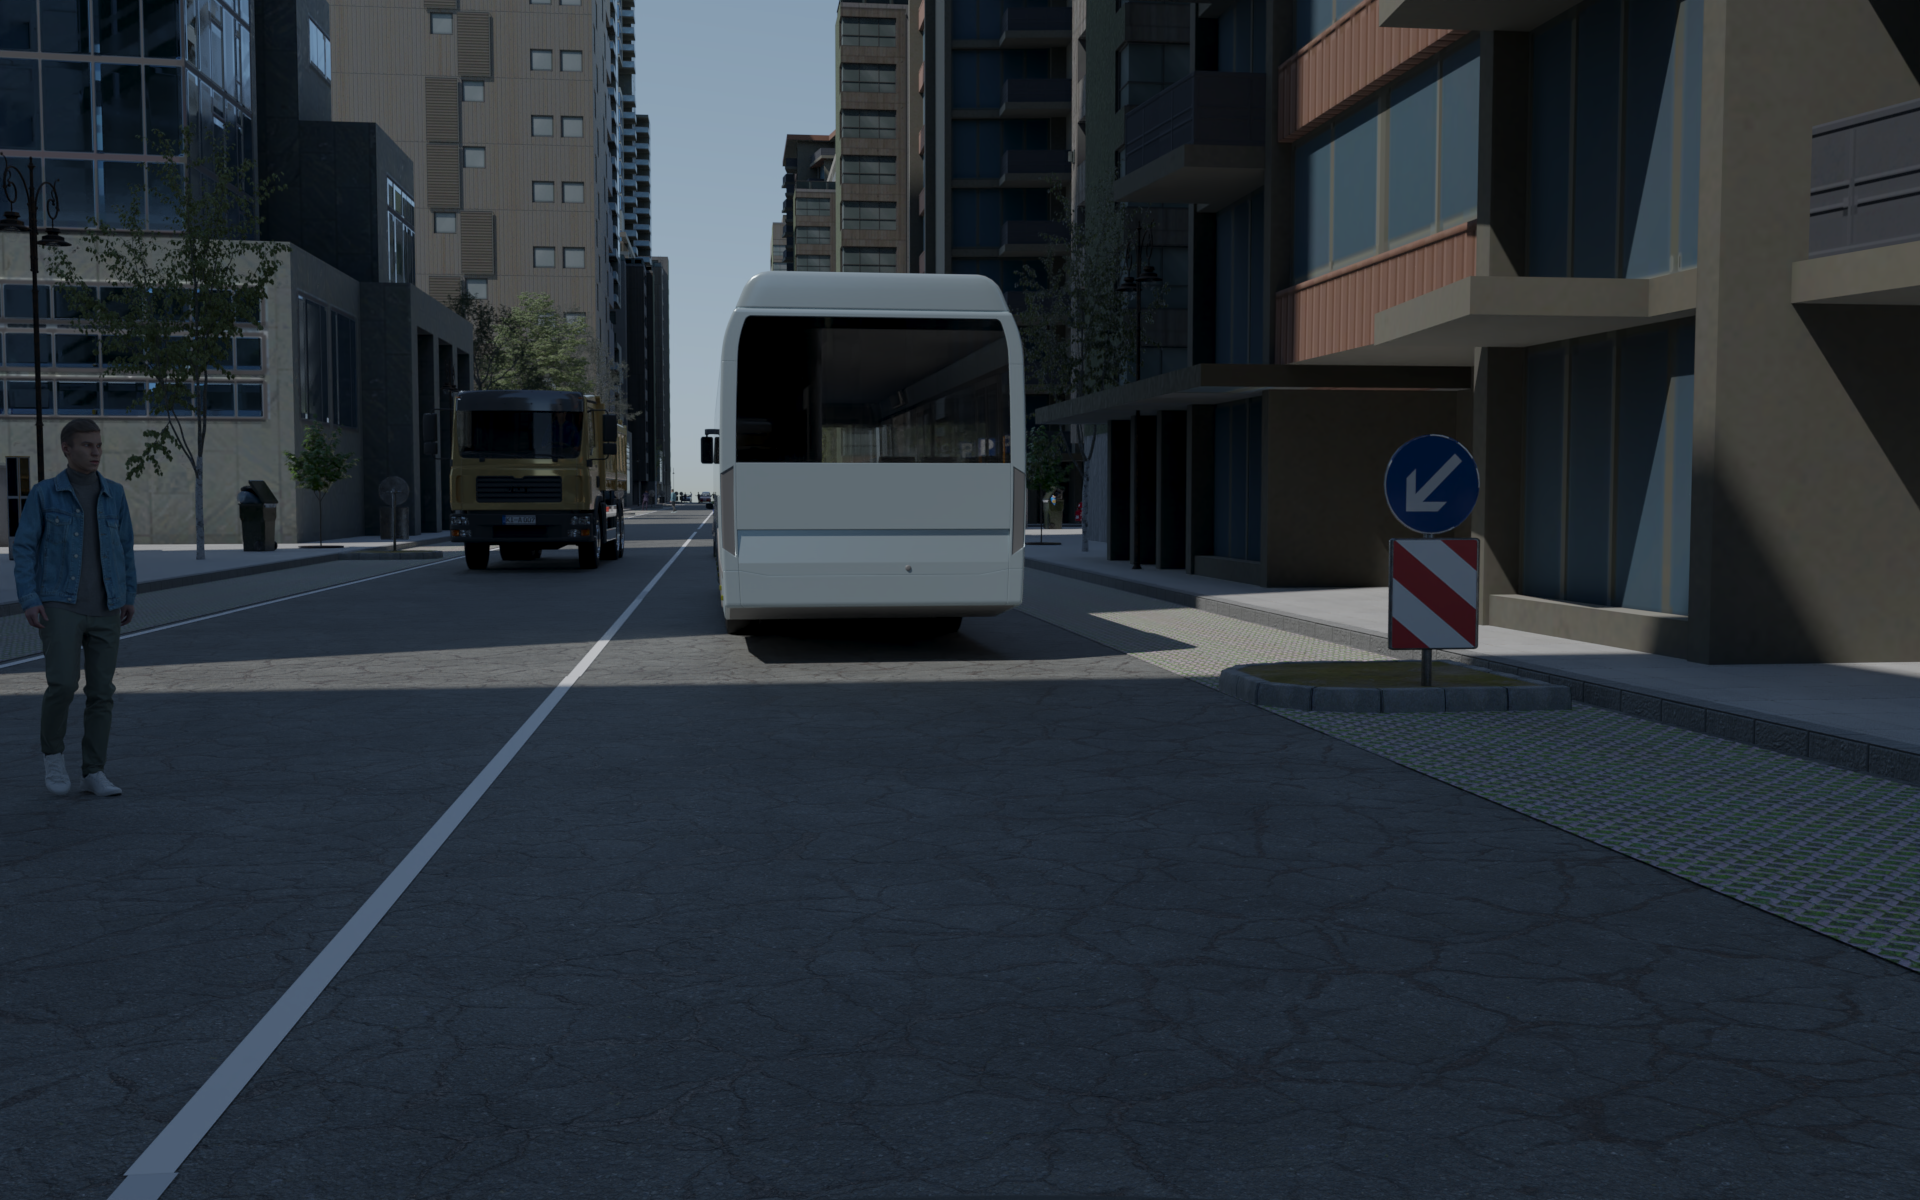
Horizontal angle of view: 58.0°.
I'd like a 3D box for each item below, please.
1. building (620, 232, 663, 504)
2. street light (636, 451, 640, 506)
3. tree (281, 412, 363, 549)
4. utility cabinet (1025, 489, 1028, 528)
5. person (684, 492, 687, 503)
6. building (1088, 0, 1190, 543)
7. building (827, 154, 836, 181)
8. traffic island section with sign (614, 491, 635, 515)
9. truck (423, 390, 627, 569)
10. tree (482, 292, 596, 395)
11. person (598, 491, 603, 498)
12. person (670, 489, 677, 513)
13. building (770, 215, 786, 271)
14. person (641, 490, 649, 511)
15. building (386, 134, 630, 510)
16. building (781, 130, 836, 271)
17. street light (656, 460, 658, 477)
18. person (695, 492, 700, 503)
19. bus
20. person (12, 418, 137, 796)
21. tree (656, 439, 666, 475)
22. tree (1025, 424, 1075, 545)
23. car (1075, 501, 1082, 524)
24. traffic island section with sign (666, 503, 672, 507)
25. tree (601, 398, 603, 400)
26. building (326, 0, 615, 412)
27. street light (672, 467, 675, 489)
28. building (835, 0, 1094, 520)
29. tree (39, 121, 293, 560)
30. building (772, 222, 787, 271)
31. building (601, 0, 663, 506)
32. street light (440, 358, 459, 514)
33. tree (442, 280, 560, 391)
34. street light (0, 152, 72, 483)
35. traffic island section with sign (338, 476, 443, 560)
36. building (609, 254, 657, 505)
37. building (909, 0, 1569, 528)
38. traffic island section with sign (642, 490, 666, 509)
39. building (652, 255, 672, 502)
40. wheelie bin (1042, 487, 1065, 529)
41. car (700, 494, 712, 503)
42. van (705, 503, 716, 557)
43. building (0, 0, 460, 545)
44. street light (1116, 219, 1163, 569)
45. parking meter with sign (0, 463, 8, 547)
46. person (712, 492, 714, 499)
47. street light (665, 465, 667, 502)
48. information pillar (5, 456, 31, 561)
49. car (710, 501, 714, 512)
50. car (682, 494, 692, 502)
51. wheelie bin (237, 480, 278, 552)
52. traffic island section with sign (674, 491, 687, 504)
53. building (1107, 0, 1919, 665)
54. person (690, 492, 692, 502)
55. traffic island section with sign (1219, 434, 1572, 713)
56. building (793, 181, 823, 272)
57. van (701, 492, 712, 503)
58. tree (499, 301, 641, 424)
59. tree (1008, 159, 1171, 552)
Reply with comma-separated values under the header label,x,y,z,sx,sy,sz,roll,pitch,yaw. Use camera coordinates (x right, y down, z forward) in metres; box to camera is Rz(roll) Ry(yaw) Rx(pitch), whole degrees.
label,x,y,z,sx,sy,sz,roll,pitch,yaw
building,-57.611,-33.399,237.948,32.217,40.220,23.993,0,4,-8
street light,-33.852,-12.802,182.102,0.468,5.910,1.993,0,4,-8
tree,-15.349,-2.849,41.184,1.663,3.219,1.824,0,3,0
utility cabinet,1.932,-3.438,64.895,1.173,1.500,0.318,1,4,17
person,-43.305,-16.124,273.051,0.541,1.710,0.530,0,4,-5
building,10.157,-17.067,50.741,14.160,30.474,14.107,0,4,-8
building,-1.112,-30.058,183.324,32.217,40.220,23.993,0,4,-8
traffic island section with sign,-23.391,-6.764,119.219,1.989,1.847,2.006,0,4,-8
truck,-8.428,-2.406,35.260,3.469,3.379,9.791,0,4,-7
tree,-23.890,-10.993,97.861,7.486,12.596,7.792,0,3,0
person,-10.509,-2.555,50.546,0.520,1.790,0.573,1,4,19
person,-21.836,-7.565,132.208,0.620,1.820,0.660,1,4,12
building,-21.329,-41.101,295.696,21.300,48.544,21.600,0,4,-8
person,-27.252,-8.623,149.933,0.683,1.767,0.568,-1,4,-17
building,-46.405,-53.308,184.259,22.319,86.520,31.000,0,4,-8
building,-10.189,-33.928,209.351,22.147,44.769,28.867,0,4,-8
street light,-40.277,-15.722,229.843,0.468,5.910,1.993,0,4,-8
person,-40.060,-15.621,264.433,0.750,1.759,0.617,-2,4,-35
bus,-1.667,-1.598,20.979,2.948,3.499,13.247,-1,4,-8
person,-4.176,0.039,8.207,0.444,1.785,0.601,3,5,43
tree,-39.630,-16.564,221.179,4.737,8.622,4.395,0,3,0
tree,2.183,-3.015,43.900,1.663,3.219,1.824,0,3,0
car,6.881,-3.703,69.584,4.494,1.783,2.155,0,4,-7
traffic island section with sign,-33.792,-11.514,196.888,1.989,1.847,2.006,0,4,-8
tree,-27.493,-11.017,130.497,4.360,8.622,3.978,0,3,0
building,-45.603,-34.661,155.944,28.713,52.752,27.495,0,4,-8
street light,-49.636,-20.027,300.229,0.468,5.910,1.993,0,4,-8
building,-0.574,-20.345,104.343,14.160,30.474,14.107,0,4,-8
tree,-15.128,-5.099,33.738,4.737,8.622,4.395,0,3,0
building,-21.396,-35.416,262.643,14.154,41.232,14.086,0,4,-8
building,-56.982,-58.231,264.745,22.319,86.520,31.000,0,4,-8
street light,-17.339,-5.275,59.040,0.468,5.910,1.993,0,4,-8
tree,-21.004,-8.682,76.356,7.601,10.594,8.767,0,4,-2
street light,-12.719,-3.125,23.886,0.468,5.910,1.993,0,4,-8
traffic island section with sign,-12.566,-1.819,38.372,1.989,1.847,2.006,0,4,-8
building,-44.143,-26.745,208.983,14.160,30.474,14.107,0,4,-8
building,10.288,-26.230,83.480,28.867,44.769,22.147,0,4,-8
traffic island section with sign,-30.183,-9.870,170.007,1.989,1.847,2.006,0,4,-8
building,-55.719,-37.033,289.081,14.154,41.232,14.086,0,4,-8
wheelie bin,3.398,-3.371,63.028,0.693,1.594,0.980,-1,4,-18
car,-39.748,-15.944,269.719,2.155,1.783,4.494,0,4,-8
van,-4.983,-2.065,40.776,2.013,2.044,4.112,0,4,-8
building,-32.341,-45.117,50.341,31.000,86.520,22.319,0,4,-8
street light,3.022,-3.463,29.402,0.468,5.910,1.993,0,4,-8
parking meter with sign,-23.033,-2.793,41.925,1.738,3.016,0.543,-2,4,-30
person,-41.678,-17.395,293.045,1.348,1.807,0.705,1,4,12
street light,-44.904,-17.868,264.936,0.468,5.910,1.993,0,4,-8
information pillar,-18.195,-1.774,33.498,0.304,2.012,0.304,1,4,14
car,-10.562,-4.313,80.110,1.945,1.707,3.694,-1,4,-9
car,-46.731,-17.320,295.181,2.014,1.417,4.499,0,4,-8
wheelie bin,-15.766,-1.891,38.828,0.693,1.594,0.980,0,4,8
traffic island section with sign,-41.111,-14.858,251.552,1.989,1.847,2.006,0,4,-8
building,14.048,-22.416,21.130,22.147,44.769,28.867,0,4,-8
person,-46.934,-17.928,301.482,0.599,1.838,0.709,0,4,7
traffic island section with sign,2.922,-0.220,12.227,1.989,1.847,2.006,0,4,-8
building,-8.628,-23.924,162.853,14.160,30.474,14.107,0,4,-8
van,-41.340,-16.819,282.001,2.013,2.044,4.112,-1,4,-9
tree,-25.382,-12.214,110.069,12.009,13.543,11.850,0,3,0
tree,2.772,-5.401,38.665,4.360,8.622,3.978,0,3,0
